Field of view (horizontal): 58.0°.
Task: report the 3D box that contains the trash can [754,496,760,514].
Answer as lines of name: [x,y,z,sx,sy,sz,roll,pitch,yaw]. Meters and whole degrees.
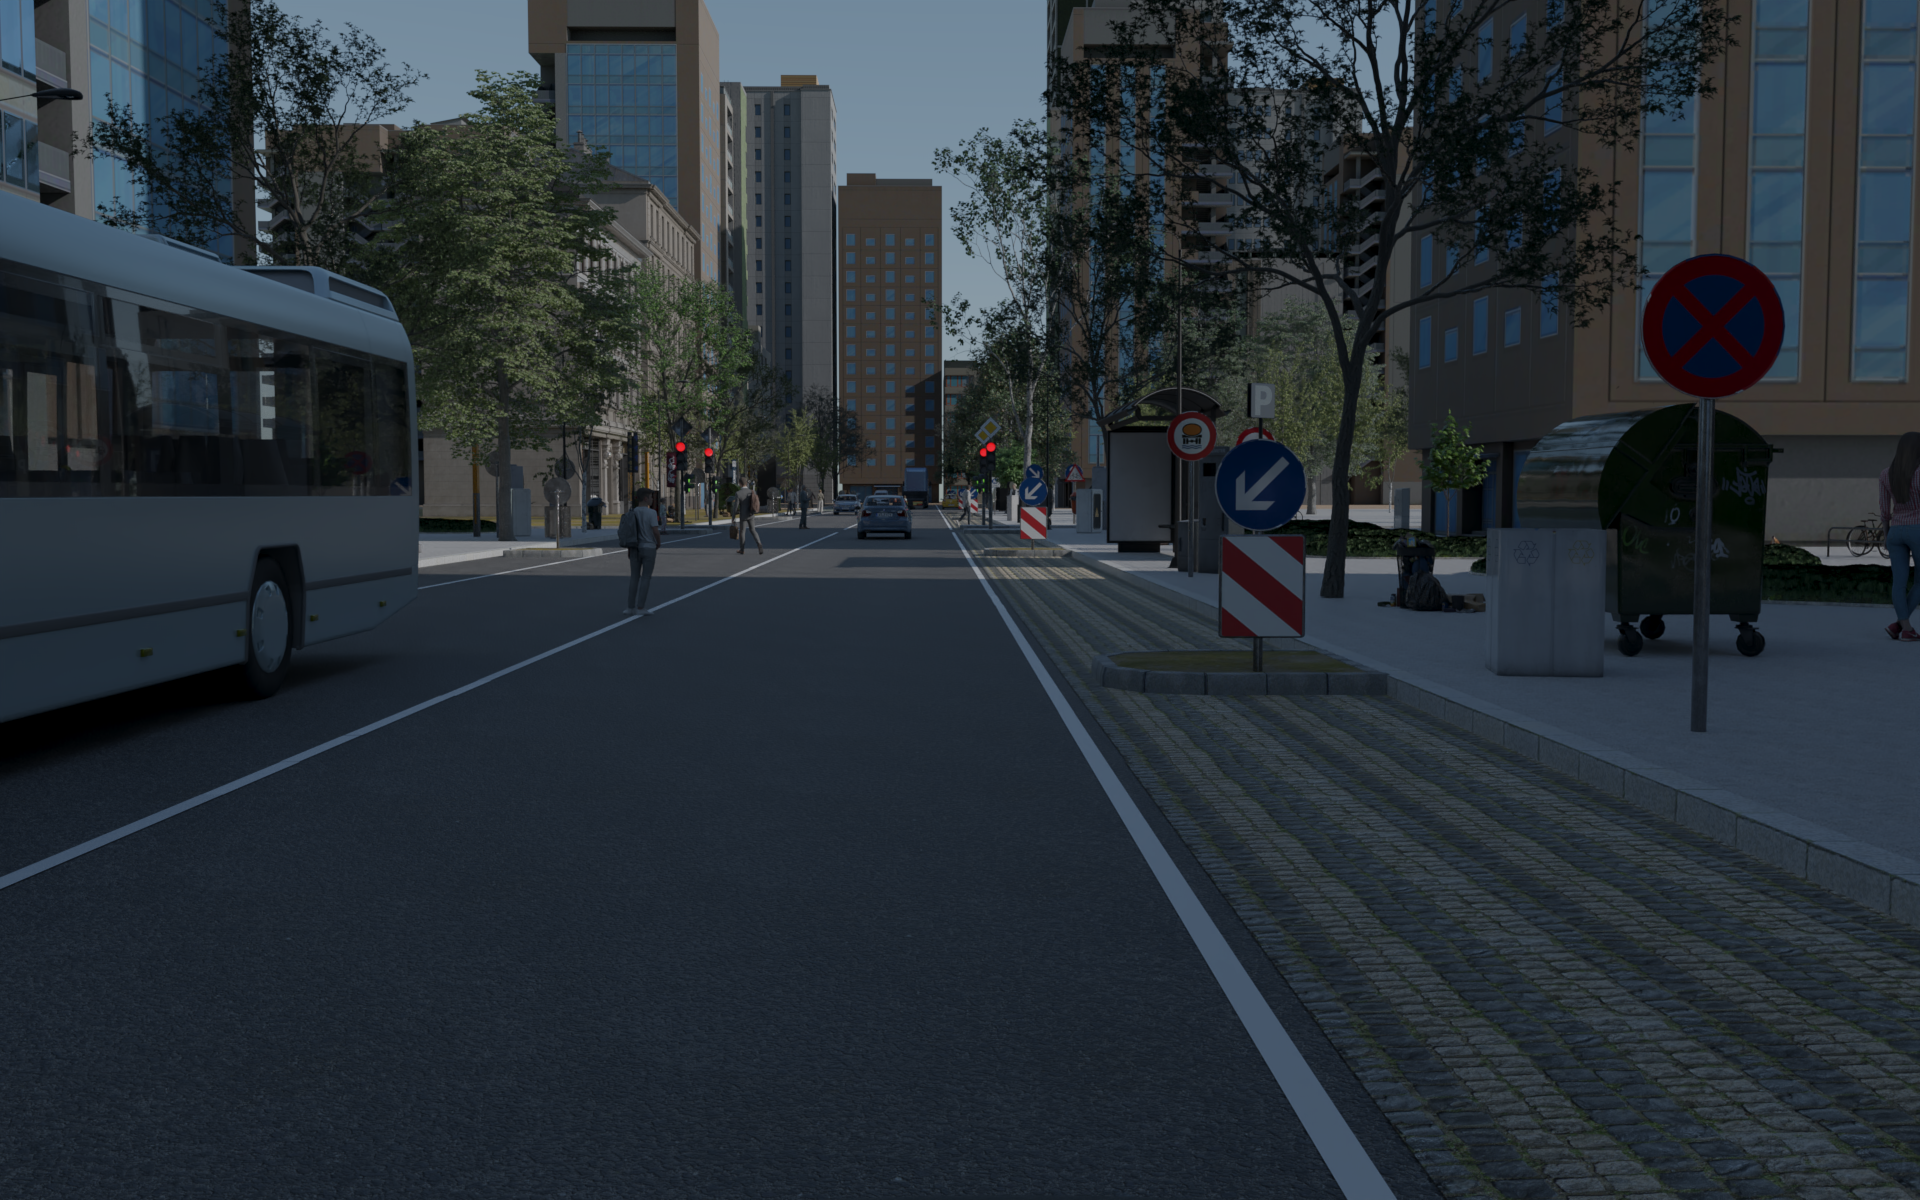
trash can: [-13.140,-6.053,110.626,0.748,1.137,0.748,0,3,0]

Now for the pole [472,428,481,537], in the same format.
pole: [-14.520,-3.555,51.963,0.158,3.312,0.155,0,3,0]

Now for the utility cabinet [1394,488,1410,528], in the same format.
utility cabinet: [15.900,-3.284,62.376,0.318,1.500,1.173,0,4,1]

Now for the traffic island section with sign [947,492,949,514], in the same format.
traffic island section with sign: [0.080,-6.975,122.676,1.989,1.847,2.006,0,4,-1]

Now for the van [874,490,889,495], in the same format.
van: [-8.157,-10.556,179.595,2.013,2.044,4.112,0,4,-1]

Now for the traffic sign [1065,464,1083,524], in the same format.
traffic sign: [4.895,-4.545,74.423,0.768,2.556,0.104,0,4,6]

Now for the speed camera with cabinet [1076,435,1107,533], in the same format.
speed camera with cabinet: [4.486,-3.851,57.305,0.660,3.252,2.038,2,4,26]

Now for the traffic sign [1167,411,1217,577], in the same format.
traffic sign: [3.562,-1.624,26.662,0.768,2.556,0.104,0,4,6]

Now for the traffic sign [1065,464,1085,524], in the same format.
traffic sign: [4.902,-4.513,73.786,0.884,2.594,0.081,0,4,7]

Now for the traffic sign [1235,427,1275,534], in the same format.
traffic sign: [5.608,-2.005,32.888,0.768,2.556,0.104,1,4,9]

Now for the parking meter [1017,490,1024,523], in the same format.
parking meter: [2.724,-4.189,76.898,0.372,1.533,0.369,0,3,0]

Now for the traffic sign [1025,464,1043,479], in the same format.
traffic sign: [3.173,-4.510,73.851,0.768,2.556,0.104,0,4,4]

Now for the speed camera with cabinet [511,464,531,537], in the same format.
speed camera with cabinet: [-13.628,-3.601,53.217,0.660,3.252,2.038,-1,4,-23]

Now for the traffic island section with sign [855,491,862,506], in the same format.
traffic island section with sign: [-12.224,-11.717,200.198,1.989,1.847,2.006,0,4,-1]

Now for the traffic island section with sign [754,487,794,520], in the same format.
traffic island section with sign: [-10.371,-5.366,96.366,1.989,1.847,2.006,0,4,-1]

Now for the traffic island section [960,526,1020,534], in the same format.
traffic island section: [1.137,-2.499,63.147,2.009,0.180,2.903,0,4,-1]

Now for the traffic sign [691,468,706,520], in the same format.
traffic sign: [-12.920,-5.217,85.411,0.768,2.556,0.104,0,4,8]

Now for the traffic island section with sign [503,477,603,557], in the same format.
traffic island section with sign: [-9.380,-1.928,40.144,1.989,1.847,2.006,0,4,-1]

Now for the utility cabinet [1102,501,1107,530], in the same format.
utility cabinet: [5.488,-3.117,62.121,1.020,1.237,0.306,-1,4,-10]

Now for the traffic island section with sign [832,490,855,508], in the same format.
traffic island section with sign: [-11.749,-10.051,172.954,1.989,1.847,2.006,0,4,-1]

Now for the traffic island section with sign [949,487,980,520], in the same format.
traffic island section with sign: [0.554,-5.327,95.725,1.989,1.847,2.006,0,4,-1]

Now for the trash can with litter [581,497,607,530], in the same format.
trash can with litter: [-13.216,-3.120,62.400,0.624,1.170,1.055,1,4,14]

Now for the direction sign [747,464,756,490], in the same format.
direction sign: [-15.737,-8.487,130.767,0.876,3.537,0.379,3,5,39]

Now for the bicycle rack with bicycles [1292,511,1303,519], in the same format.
bicycle rack with bicycles: [12.905,-3.582,71.950,2.925,0.926,2.852,2,4,34]

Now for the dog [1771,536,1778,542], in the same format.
dog: [17.227,-1.134,36.269,0.748,0.427,0.550,1,4,10]

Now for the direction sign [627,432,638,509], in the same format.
direction sign: [-11.935,-4.356,63.225,0.379,3.537,0.876,1,4,13]

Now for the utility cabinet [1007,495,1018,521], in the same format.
utility cabinet: [2.639,-4.399,83.086,0.306,1.237,1.020,2,4,35]

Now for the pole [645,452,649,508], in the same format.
pole: [-15.242,-5.538,84.390,0.158,3.312,0.155,0,3,0]

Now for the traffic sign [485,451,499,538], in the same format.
traffic sign: [-13.544,-3.094,50.692,0.768,2.556,0.104,0,4,6]

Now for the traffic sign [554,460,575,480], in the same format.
traffic sign: [-14.121,-3.779,61.895,0.768,2.556,0.104,0,4,2]

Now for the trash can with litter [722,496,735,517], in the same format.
trash can with litter: [-12.953,-5.264,97.460,0.624,1.170,1.055,1,4,16]

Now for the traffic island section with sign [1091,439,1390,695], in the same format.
traffic island section with sign: [2.038,-0.279,13.193,1.989,1.847,2.006,0,4,-1]

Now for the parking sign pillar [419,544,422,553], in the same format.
parking sign pillar: [-12.473,-3.003,37.579,1.447,3.967,1.447,0,4,-4]

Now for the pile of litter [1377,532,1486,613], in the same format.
pile of litter: [5.338,-0.339,19.501,1.176,0.858,1.719,0,4,4]

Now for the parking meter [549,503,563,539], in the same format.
parking meter: [-11.659,-2.544,49.999,0.372,1.533,0.369,0,3,0]

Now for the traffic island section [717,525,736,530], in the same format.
traffic island section: [-10.246,-2.976,70.935,2.009,0.180,2.903,0,4,-1]

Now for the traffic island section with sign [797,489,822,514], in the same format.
traffic island section with sign: [-10.852,-7.022,123.444,1.989,1.847,2.006,0,4,-1]

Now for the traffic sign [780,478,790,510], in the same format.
traffic sign: [-14.114,-8.545,139.714,0.884,2.594,0.081,0,4,7]

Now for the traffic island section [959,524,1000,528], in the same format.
traffic island section: [0.994,-2.988,71.130,2.009,0.180,2.903,0,4,-1]

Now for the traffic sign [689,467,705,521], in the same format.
traffic sign: [-12.630,-5.062,82.771,0.884,2.594,0.081,0,4,1]

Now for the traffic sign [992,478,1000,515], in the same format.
traffic sign: [2.116,-6.300,105.142,0.606,2.300,0.079,0,4,5]

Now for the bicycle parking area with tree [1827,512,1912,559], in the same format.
bicycle parking area with tree: [21.848,-2.833,33.330,8.231,4.147,9.016,0,4,-1]

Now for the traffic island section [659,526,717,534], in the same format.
traffic island section: [-10.103,-2.487,62.951,2.009,0.180,2.903,0,4,-1]

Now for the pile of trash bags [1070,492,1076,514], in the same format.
pile of trash bags: [6.210,-3.757,71.185,3.447,1.369,1.912,0,4,-7]

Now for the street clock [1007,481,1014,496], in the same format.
street clock: [2.914,-5.814,99.627,0.358,2.002,0.471,3,5,43]

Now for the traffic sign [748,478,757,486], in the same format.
traffic sign: [-14.832,-7.630,124.481,0.795,2.593,0.064,0,3,0]

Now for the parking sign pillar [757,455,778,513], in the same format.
parking sign pillar: [-13.168,-7.933,118.183,1.447,3.967,1.447,0,4,0]

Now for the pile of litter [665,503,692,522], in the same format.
pile of litter: [-13.297,-4.044,80.091,1.719,0.858,1.176,1,4,12]

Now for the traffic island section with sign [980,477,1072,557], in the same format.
traffic island section with sign: [1.549,-1.936,40.289,1.989,1.847,2.006,0,4,-1]

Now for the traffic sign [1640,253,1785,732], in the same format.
traffic sign: [3.993,-0.561,9.286,0.768,2.556,0.104,0,4,0]
